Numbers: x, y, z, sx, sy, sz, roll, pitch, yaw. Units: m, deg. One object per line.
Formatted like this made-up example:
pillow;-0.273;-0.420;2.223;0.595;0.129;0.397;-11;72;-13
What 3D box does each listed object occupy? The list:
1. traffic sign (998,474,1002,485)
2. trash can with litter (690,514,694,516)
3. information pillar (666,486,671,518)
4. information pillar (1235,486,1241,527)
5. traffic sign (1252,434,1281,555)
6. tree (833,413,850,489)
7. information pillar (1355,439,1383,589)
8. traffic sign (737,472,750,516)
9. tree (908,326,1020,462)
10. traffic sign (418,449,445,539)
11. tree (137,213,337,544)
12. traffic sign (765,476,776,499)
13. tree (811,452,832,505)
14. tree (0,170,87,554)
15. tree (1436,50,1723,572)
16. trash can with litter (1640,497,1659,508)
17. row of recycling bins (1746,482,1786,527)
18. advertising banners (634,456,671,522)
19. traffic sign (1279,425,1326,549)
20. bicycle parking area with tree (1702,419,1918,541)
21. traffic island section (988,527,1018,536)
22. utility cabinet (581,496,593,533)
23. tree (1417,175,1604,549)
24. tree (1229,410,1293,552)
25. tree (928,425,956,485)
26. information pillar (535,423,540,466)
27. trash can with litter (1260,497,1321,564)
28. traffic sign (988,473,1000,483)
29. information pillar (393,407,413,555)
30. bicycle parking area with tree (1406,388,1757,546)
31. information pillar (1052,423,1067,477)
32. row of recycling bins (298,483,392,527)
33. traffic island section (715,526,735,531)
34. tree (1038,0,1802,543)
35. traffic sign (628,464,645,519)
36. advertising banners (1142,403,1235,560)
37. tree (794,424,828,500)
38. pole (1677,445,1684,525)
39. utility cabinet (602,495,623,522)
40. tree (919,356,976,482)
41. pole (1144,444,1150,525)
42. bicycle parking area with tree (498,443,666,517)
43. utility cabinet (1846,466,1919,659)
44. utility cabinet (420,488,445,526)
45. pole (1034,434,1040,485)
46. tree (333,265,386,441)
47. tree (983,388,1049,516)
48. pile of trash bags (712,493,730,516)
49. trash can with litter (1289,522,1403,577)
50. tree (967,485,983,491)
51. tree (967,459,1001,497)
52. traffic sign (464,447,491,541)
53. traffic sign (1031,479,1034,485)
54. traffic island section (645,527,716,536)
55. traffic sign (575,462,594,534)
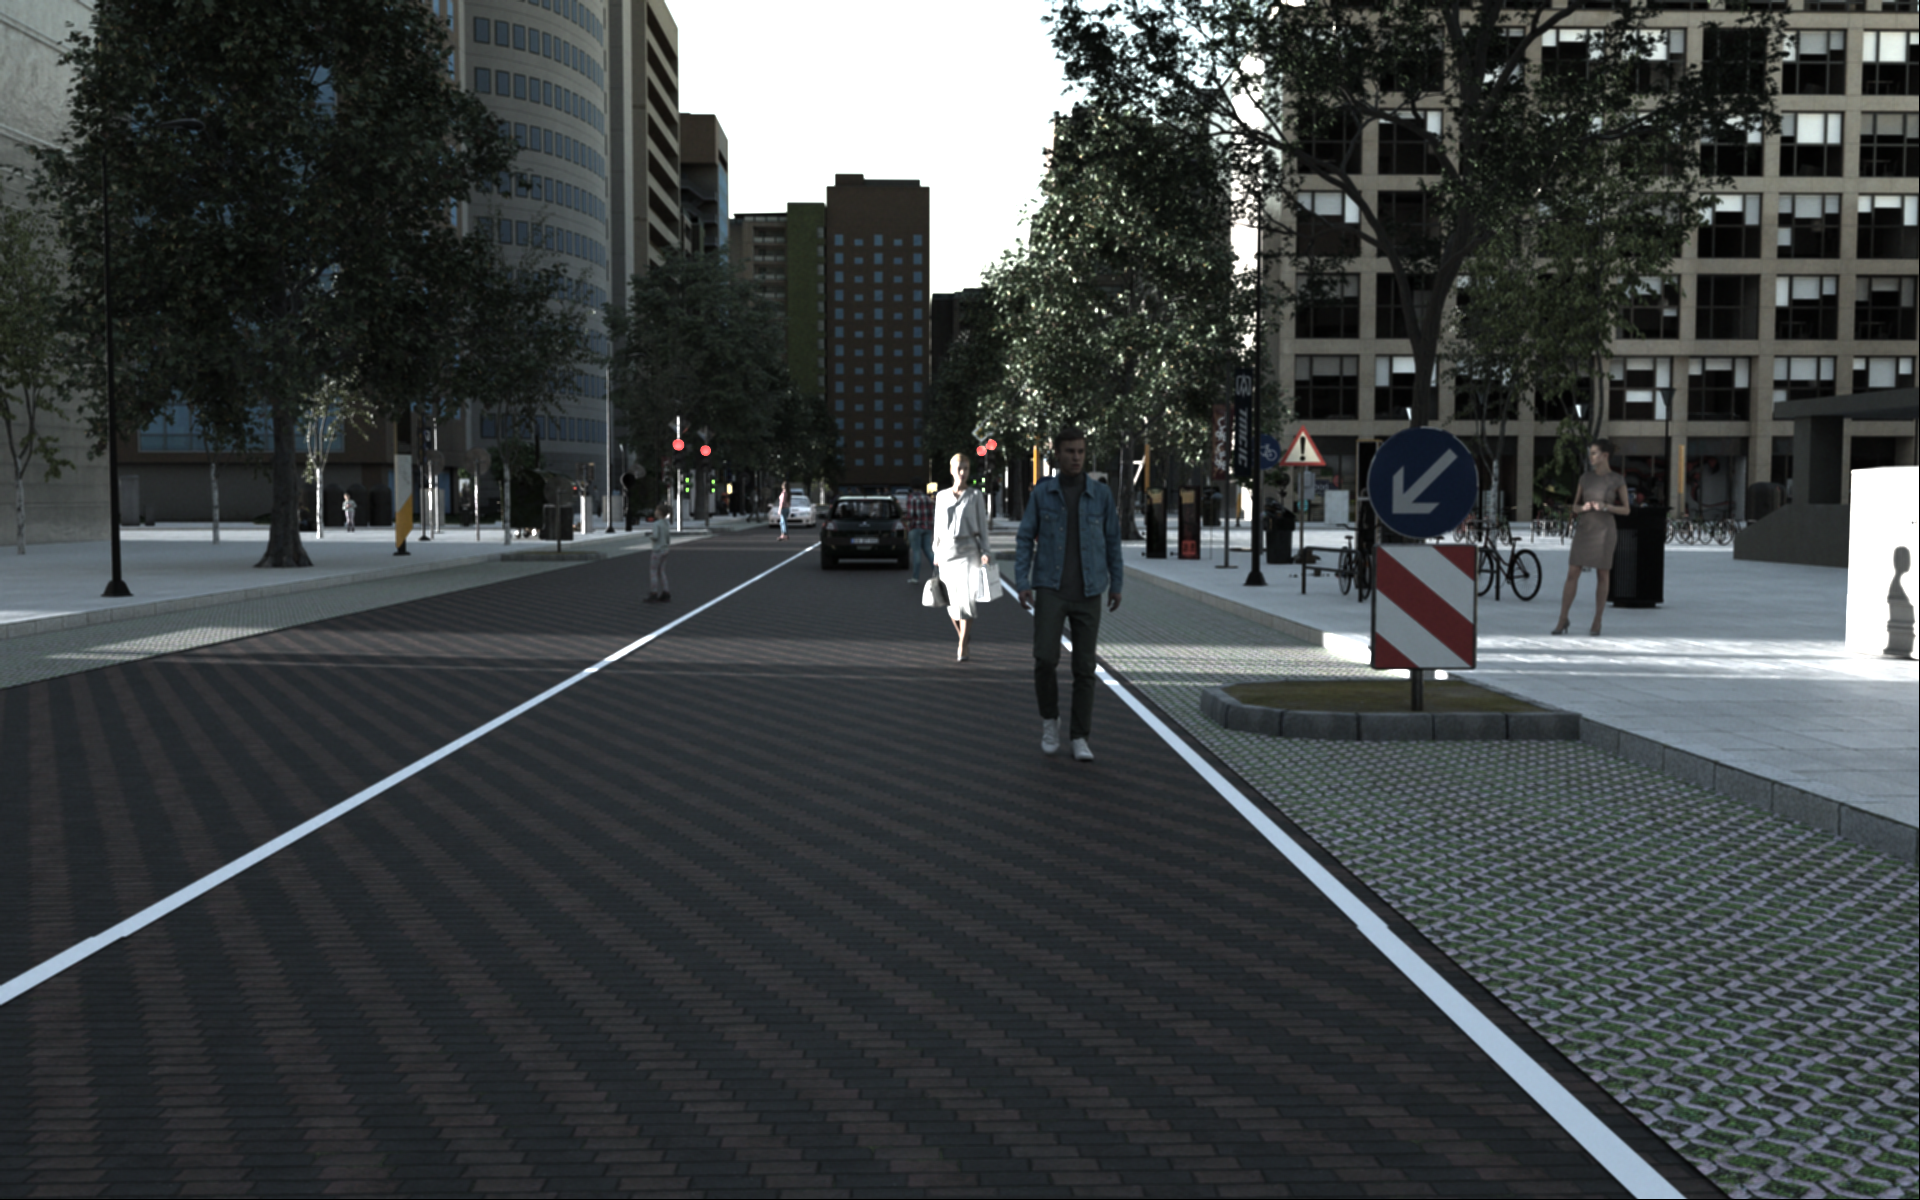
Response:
traffic sign;2.584;-6.834;111.465;0.795;2.593;0.064;0;4;5
trash can with litter;-15.534;-5.436;100.263;0.624;1.170;1.055;-1;4;-9
information pillar;-15.411;-5.346;91.904;0.304;2.012;0.304;3;5;41
information pillar;10.978;-4.702;68.231;0.183;3.616;0.504;0;4;0
traffic sign;6.389;-2.235;36.642;0.768;2.556;0.104;0;4;6
tree;-16.441;-16.553;187.656;9.611;12.733;9.660;0;3;0
information pillar;5.544;-1.162;23.498;0.304;2.012;0.304;2;4;23
traffic sign;-12.688;-6.211;101.649;0.768;2.556;0.104;0;4;5
tree;1.215;-13.224;126.582;12.009;13.543;11.850;0;3;0
traffic sign;-15.010;-3.001;49.180;0.768;2.556;0.104;0;4;4
tree;-18.847;-5.722;43.913;4.360;8.622;3.978;0;3;0
traffic sign;-13.343;-7.462;122.107;0.768;2.556;0.104;0;4;1
tree;-17.123;-16.200;215.227;4.737;8.622;4.395;0;3;0
tree;-20.054;-5.267;36.478;4.737;8.622;4.395;0;3;0
tree;10.160;-4.781;28.538;4.737;8.622;4.395;0;3;0
trash can with litter;24.365;-3.046;61.190;0.624;1.170;1.055;1;4;23
row of recycling bins;27.982;-3.246;60.181;1.069;1.692;3.534;2;4;32
advertising banners;-14.203;-5.087;79.365;2.074;3.025;0.090;-1;4;-14
traffic sign;6.455;-1.999;32.691;0.884;2.594;0.081;0;4;4
bicycle parking area with tree;28.472;-3.971;51.930;9.016;4.147;8.231;3;5;42
traffic island section;1.096;-2.341;60.549;2.009;0.180;2.903;0;4;-2
utility cabinet;-12.260;-2.801;56.955;0.306;1.237;1.020;-1;4;-16
tree;11.967;-5.380;38.325;4.360;8.622;3.978;0;3;0
tree;6.724;-2.713;38.966;1.663;3.219;1.824;0;3;0
tree;-0.778;-17.794;216.678;9.928;11.665;9.643;0;3;0
information pillar;-13.932;-4.026;57.185;0.183;3.616;0.504;0;4;-7
trash can with litter;6.080;-1.258;31.948;1.055;1.170;0.624;-1;4;-16
traffic sign;2.056;-6.521;106.717;0.768;2.556;0.104;0;4;-1
information pillar;-11.688;-2.750;36.321;0.183;3.616;0.504;1;4;19
bicycle parking area with tree;16.510;-3.636;46.449;8.231;4.147;9.016;0;4;7
information pillar;3.294;-4.010;56.925;0.504;3.616;0.183;-2;4;-29
row of recycling bins;-24.221;-3.744;68.319;3.534;1.692;1.069;-2;4;-33
traffic island section;-9.978;-2.809;68.215;2.009;0.180;2.903;0;4;-2
tree;4.399;-5.049;16.962;8.767;10.594;7.601;2;4;25
traffic sign;-13.693;-4.480;73.357;0.768;2.556;0.104;0;4;0
advertising banners;4.481;-2.311;33.967;2.074;3.025;0.090;3;4;38
tree;-15.445;-13.784;175.725;4.360;8.622;3.978;0;3;0
pole;29.936;-4.776;71.936;0.158;3.312;0.155;0;3;0
utility cabinet;-15.871;-4.160;79.181;0.306;1.237;1.020;3;4;37
tree;0.900;-15.451;159.285;9.857;13.997;8.962;0;3;0
pole;7.682;-4.724;71.076;0.158;3.312;0.155;0;3;0
bicycle parking area with tree;-21.632;-6.772;97.718;8.231;4.147;9.016;1;4;11
utility cabinet;7.440;-0.292;13.446;0.318;1.500;1.173;-1;4;-13
utility cabinet;-20.936;-3.675;68.761;1.173;1.500;0.318;3;4;37
pole;2.614;-3.975;58.835;0.158;3.312;0.155;0;3;0
tree;-18.598;-6.137;50.703;4.360;8.622;3.978;0;3;0
tree;2.560;-9.349;103.219;4.737;8.622;4.395;0;3;0
pile of trash bags;-14.757;-5.780;104.260;1.912;1.369;3.447;1;4;17
trash can with litter;6.221;-0.976;27.012;2.233;1.210;1.678;0;4;0
tree;1.075;-9.465;149.361;1.663;3.219;1.824;0;3;0
tree;1.680;-8.063;115.538;4.285;4.588;4.351;0;3;0
traffic sign;-13.110;-2.870;47.028;0.768;2.556;0.104;0;4;6
traffic sign;4.889;-6.726;109.981;0.884;2.594;0.081;0;4;8
traffic island section;-9.741;-2.321;60.233;2.009;0.180;2.903;0;4;-2
traffic sign;-12.036;-3.270;55.601;0.606;2.300;0.079;0;4;2
